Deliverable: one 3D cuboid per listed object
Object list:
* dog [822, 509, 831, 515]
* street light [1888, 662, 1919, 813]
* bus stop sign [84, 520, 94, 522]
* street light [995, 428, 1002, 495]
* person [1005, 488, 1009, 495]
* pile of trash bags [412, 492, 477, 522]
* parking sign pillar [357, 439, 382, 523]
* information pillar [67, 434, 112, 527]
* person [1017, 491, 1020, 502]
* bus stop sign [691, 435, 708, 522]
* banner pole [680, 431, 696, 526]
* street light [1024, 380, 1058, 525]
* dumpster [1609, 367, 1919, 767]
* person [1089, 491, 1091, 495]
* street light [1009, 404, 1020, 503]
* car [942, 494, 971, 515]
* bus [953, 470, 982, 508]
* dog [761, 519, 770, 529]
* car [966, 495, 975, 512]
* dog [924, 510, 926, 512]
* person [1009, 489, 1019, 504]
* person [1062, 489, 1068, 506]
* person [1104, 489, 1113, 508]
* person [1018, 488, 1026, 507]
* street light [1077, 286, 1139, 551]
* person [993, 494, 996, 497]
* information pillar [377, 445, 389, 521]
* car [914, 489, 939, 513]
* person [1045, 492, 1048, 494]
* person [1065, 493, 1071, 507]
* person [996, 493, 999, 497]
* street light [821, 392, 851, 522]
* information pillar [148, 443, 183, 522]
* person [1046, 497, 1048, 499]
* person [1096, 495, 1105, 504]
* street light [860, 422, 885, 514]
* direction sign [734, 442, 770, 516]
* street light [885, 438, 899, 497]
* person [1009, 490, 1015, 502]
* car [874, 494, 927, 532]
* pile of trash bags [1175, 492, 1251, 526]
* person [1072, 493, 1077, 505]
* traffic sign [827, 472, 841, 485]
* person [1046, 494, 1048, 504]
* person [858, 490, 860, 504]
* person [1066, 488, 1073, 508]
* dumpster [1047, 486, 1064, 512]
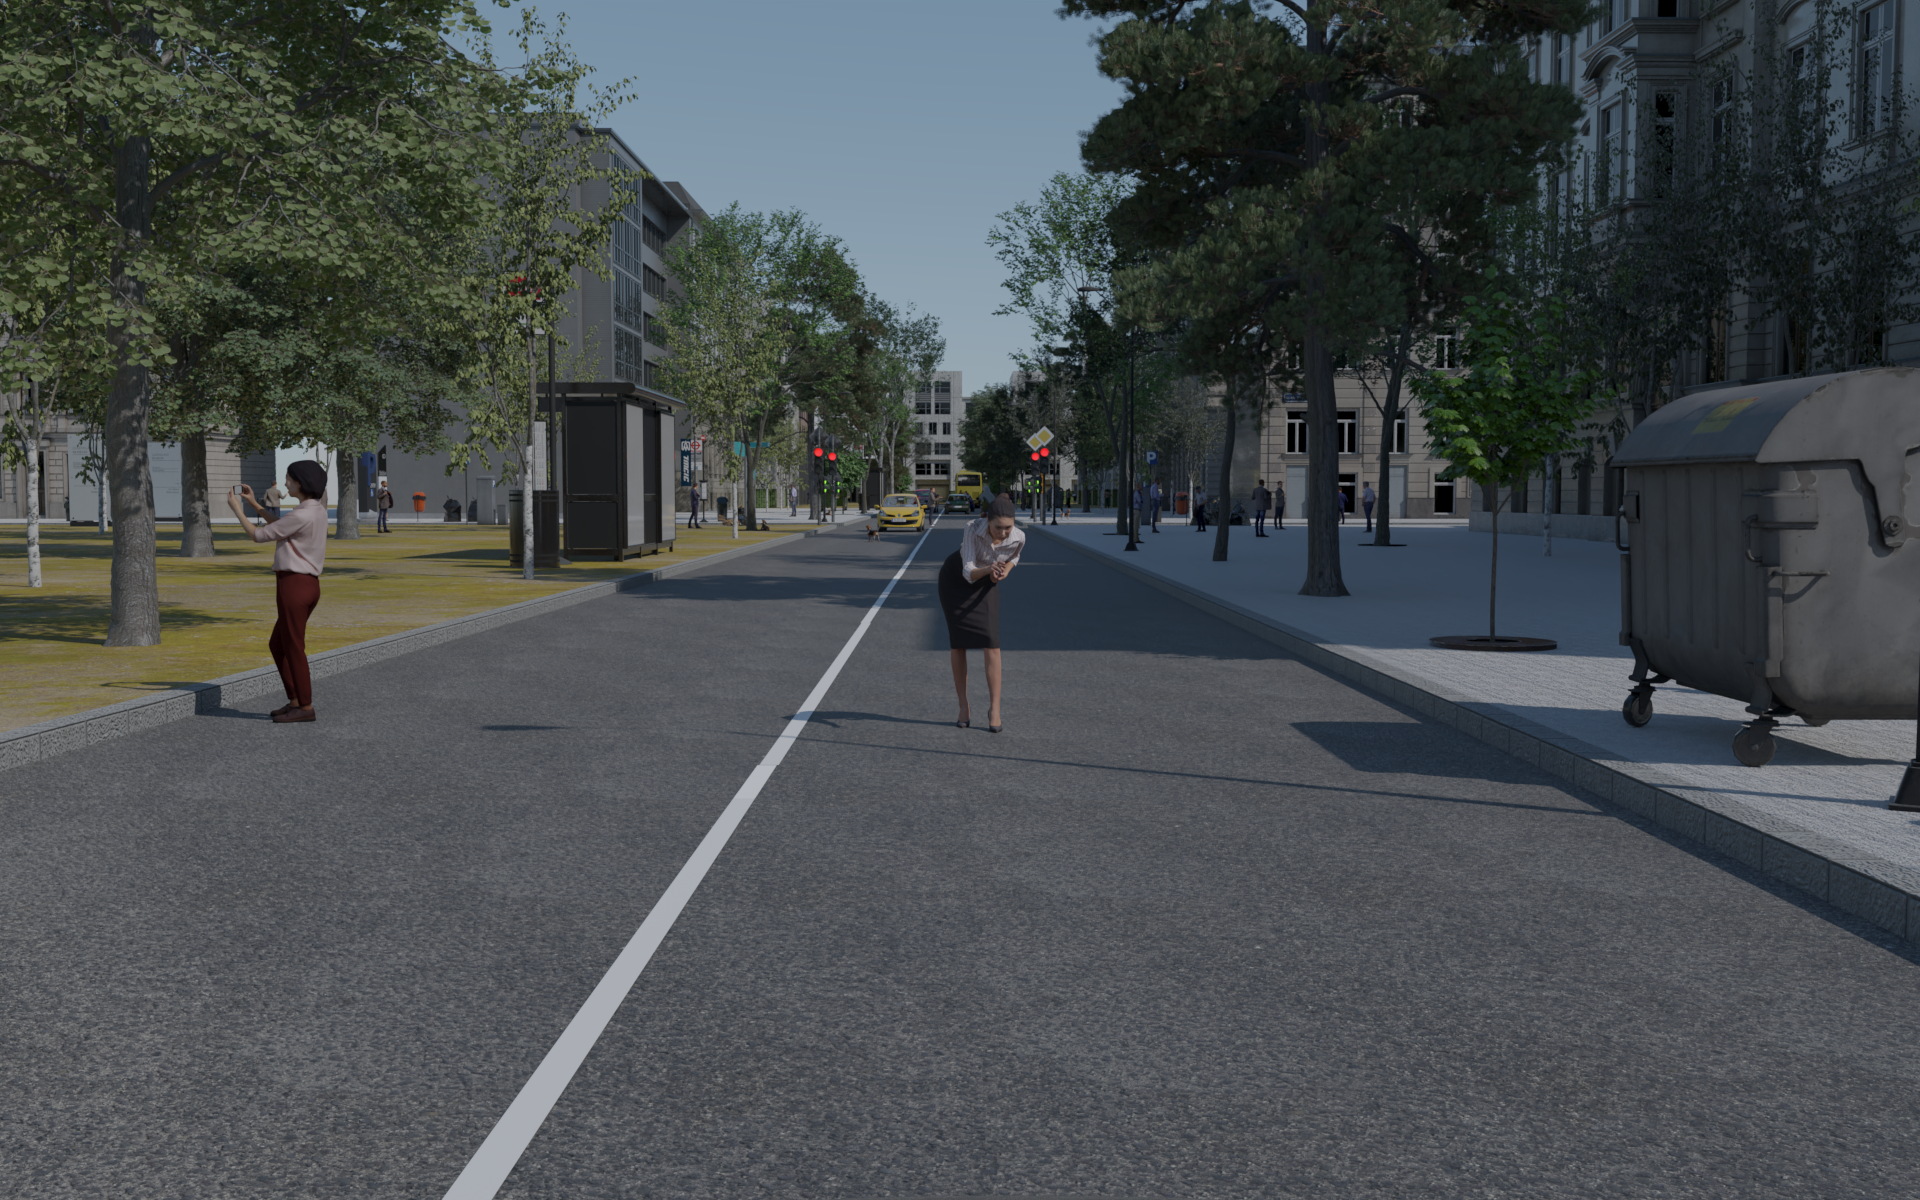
[{"bbox_3d":[-7.969,-5.252,103.609,0.748,0.427,0.550,2,4,24],"label":"dog"},{"bbox_3d":[3.413,-2.101,6.899,1.470,5.913,1.316,0,4,0],"label":"street light"},{"bbox_3d":[-40.033,-5.581,79.949,0.855,3.939,0.416,-1,4,-9],"label":"bus stop sign"},{"bbox_3d":[3.154,-9.110,121.487,1.470,5.913,1.316,0,4,0],"label":"street light"},{"bbox_3d":[4.299,-9.557,162.317,0.705,1.821,1.348,2,4,29],"label":"person"},{"bbox_3d":[-23.530,-4.288,79.862,3.447,1.369,1.912,0,4,-1],"label":"pile of trash bags"},{"bbox_3d":[-26.828,-5.499,78.382,1.447,3.967,1.447,0,3,0],"label":"parking sign pillar"},{"bbox_3d":[-34.216,-4.699,68.141,1.656,3.620,0.184,0,4,2],"label":"information pillar"},{"bbox_3d":[7.583,-13.352,225.811,0.593,1.643,0.415,-2,4,-23],"label":"person"},{"bbox_3d":[-11.825,-5.484,78.361,0.855,3.939,0.416,-1,4,-23],"label":"bus stop sign"},{"bbox_3d":[-10.713,-4.811,68.684,0.863,3.779,0.401,-2,4,-35],"label":"banner pole"},{"bbox_3d":[3.325,-6.012,70.835,1.470,5.913,1.316,0,4,0],"label":"street light"},{"bbox_3d":[4.241,-0.185,8.784,1.264,1.857,1.865,0,4,0],"label":"dumpster"},{"bbox_3d":[12.876,-10.230,174.104,0.742,1.727,0.445,1,4,14],"label":"person"},{"bbox_3d":[3.223,-7.155,89.519,1.470,5.913,1.316,0,4,0],"label":"street light"},{"bbox_3d":[-0.218,-6.830,121.453,2.009,1.686,4.222,0,4,-2],"label":"car"},{"bbox_3d":[0.797,-11.283,176.030,2.896,3.916,12.252,0,4,-1],"label":"bus"},{"bbox_3d":[-6.951,-2.651,61.083,0.550,0.427,0.748,1,4,16],"label":"dog"},{"bbox_3d":[0.286,-7.833,140.649,1.945,1.354,3.894,0,4,-2],"label":"car"},{"bbox_3d":[-2.982,-7.205,137.988,0.748,0.427,0.550,-1,4,-17],"label":"dog"},{"bbox_3d":[6.133,-11.569,195.293,1.348,1.812,0.705,1,4,15],"label":"person"},{"bbox_3d":[12.261,-12.255,206.354,0.705,1.831,1.348,0,4,7],"label":"person"},{"bbox_3d":[13.284,-9.164,156.589,1.217,1.736,0.721,-1,4,-16],"label":"person"},{"bbox_3d":[6.552,-10.468,176.819,1.348,1.869,0.705,2,4,25],"label":"person"},{"bbox_3d":[3.317,-4.057,38.866,1.470,5.913,1.316,0,4,0],"label":"street light"},{"bbox_3d":[4.432,-12.375,208.365,1.348,1.826,0.705,1,4,10],"label":"person"},{"bbox_3d":[-27.337,-5.544,81.994,0.183,3.616,0.504,2,4,28],"label":"information pillar"},{"bbox_3d":[-2.724,-7.584,132.673,2.281,1.827,5.304,0,4,2],"label":"car"},{"bbox_3d":[8.161,-9.925,168.298,1.348,1.826,0.705,2,4,27],"label":"person"},{"bbox_3d":[10.993,-10.334,175.926,0.530,1.710,0.541,-2,4,-34],"label":"person"},{"bbox_3d":[3.857,-10.191,175.917,1.065,1.426,0.557,2,4,26],"label":"person"},{"bbox_3d":[-5.636,-6.498,78.782,1.470,5.913,1.316,0,4,0],"label":"street light"},{"bbox_3d":[-36.551,-5.408,79.733,1.656,3.620,0.184,1,4,10],"label":"information pillar"},{"bbox_3d":[7.566,-9.006,156.513,0.991,1.433,0.599,2,4,34],"label":"person"},{"bbox_3d":[12.924,-9.067,157.552,1.065,1.426,0.557,0,4,-4],"label":"person"},{"bbox_3d":[-5.764,-8.517,111.797,1.470,5.913,1.316,0,4,0],"label":"street light"},{"bbox_3d":[-9.348,-5.548,79.473,1.411,3.948,2.525,1,4,22],"label":"direction sign"},{"bbox_3d":[-5.702,-10.497,144.172,1.470,5.913,1.316,0,4,0],"label":"street light"},{"bbox_3d":[5.499,-11.086,187.982,1.217,1.739,0.721,-2,4,-34],"label":"person"},{"bbox_3d":[-2.258,-3.451,66.642,2.015,1.641,3.980,0,4,1],"label":"car"},{"bbox_3d":[10.065,-3.696,70.179,3.447,1.369,1.912,-2,4,-35],"label":"pile of trash bags"},{"bbox_3d":[13.019,-11.471,196.782,0.628,1.438,0.799,-3,5,-42],"label":"person"},{"bbox_3d":[-6.980,-5.850,95.748,0.768,2.556,0.104,0,4,7],"label":"traffic sign"},{"bbox_3d":[11.035,-13.080,220.429,0.721,1.766,1.217,-1,4,-15],"label":"person"},{"bbox_3d":[-13.074,-13.378,224.782,0.705,1.823,1.348,-1,4,-10],"label":"person"},{"bbox_3d":[10.020,-9.326,158.529,0.705,1.823,1.348,2,4,28],"label":"person"},{"bbox_3d":[7.063,-7.470,127.887,1.264,1.857,1.865,0,3,0],"label":"dumpster"}]
